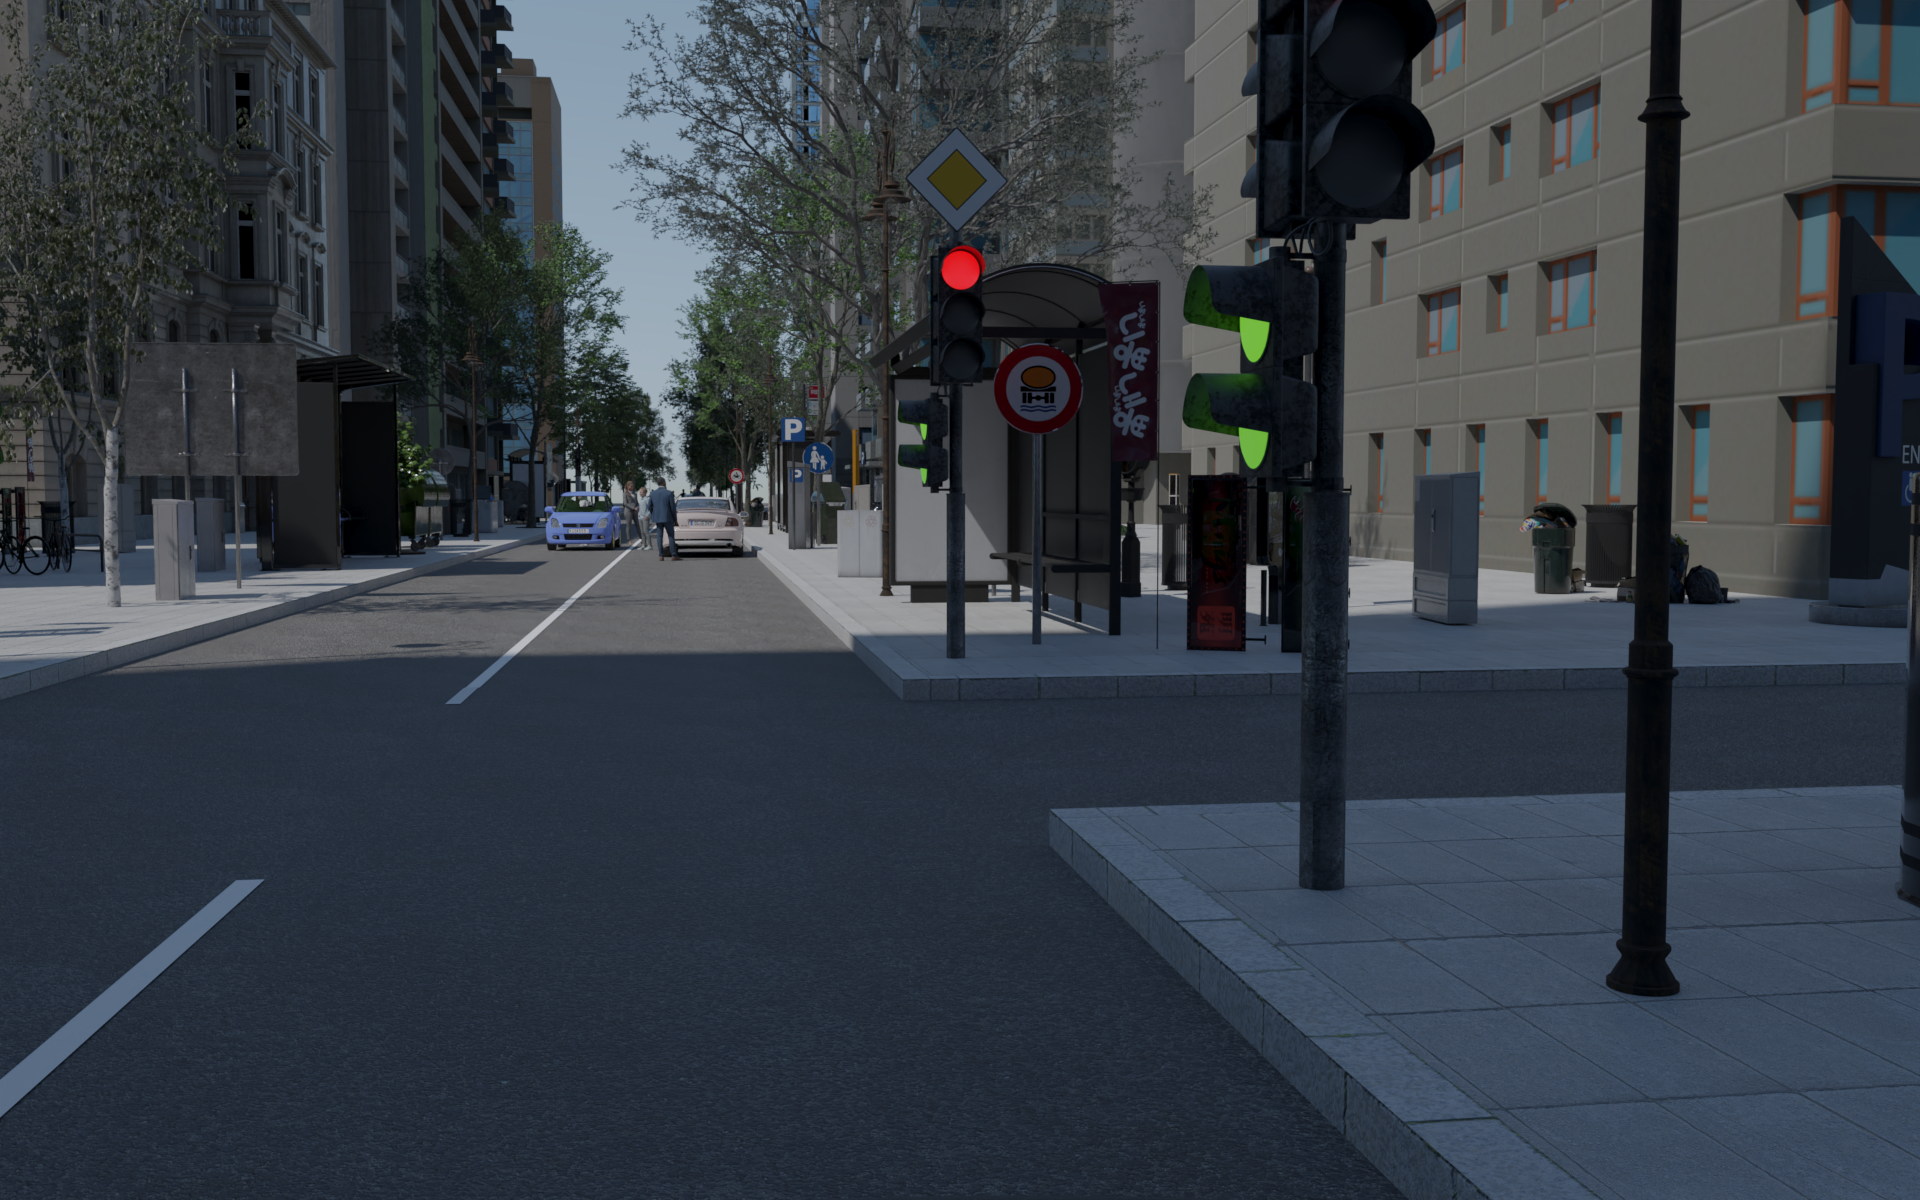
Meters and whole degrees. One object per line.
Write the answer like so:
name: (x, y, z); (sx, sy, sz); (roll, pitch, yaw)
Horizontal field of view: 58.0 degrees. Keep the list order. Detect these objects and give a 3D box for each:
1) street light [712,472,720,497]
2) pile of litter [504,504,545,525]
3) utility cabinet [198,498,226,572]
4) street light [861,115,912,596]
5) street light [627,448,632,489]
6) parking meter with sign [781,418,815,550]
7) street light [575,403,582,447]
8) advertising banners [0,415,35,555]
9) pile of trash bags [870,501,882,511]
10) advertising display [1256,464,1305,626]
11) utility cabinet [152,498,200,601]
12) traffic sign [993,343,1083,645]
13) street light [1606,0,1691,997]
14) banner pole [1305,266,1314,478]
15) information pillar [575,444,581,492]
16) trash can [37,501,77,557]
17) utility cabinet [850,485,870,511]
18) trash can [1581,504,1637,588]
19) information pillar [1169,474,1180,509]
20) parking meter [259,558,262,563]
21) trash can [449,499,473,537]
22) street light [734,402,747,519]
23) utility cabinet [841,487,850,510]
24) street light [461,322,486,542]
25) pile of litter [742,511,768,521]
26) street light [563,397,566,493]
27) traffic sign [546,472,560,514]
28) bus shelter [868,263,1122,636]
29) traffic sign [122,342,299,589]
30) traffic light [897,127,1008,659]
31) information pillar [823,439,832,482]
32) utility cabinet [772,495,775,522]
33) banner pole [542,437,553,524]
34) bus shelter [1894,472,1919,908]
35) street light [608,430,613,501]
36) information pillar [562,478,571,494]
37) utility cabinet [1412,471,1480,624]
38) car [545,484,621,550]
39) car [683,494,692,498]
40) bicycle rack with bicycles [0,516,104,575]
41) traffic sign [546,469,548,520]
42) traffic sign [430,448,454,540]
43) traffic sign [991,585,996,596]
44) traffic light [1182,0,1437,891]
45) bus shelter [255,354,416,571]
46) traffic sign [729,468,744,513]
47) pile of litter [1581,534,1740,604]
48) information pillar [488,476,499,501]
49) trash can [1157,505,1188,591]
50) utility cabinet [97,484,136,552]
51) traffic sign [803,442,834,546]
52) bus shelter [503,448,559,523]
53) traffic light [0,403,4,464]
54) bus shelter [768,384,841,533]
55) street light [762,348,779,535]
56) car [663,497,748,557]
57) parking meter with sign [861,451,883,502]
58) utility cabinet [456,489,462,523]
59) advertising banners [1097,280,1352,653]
street light: (-25.235, -12.633, 179.337); (0.468, 5.910, 1.993); (-1, 4, -9)
pile of litter: (-18.322, -3.584, 72.570); (1.719, 0.858, 1.176); (1, 4, 10)
utility cabinet: (-12.547, -1.093, 29.034); (0.306, 1.237, 1.020); (-1, 4, -14)
street light: (-0.925, -2.988, 21.640); (0.468, 5.910, 1.993); (-1, 4, -9)
street light: (-29.731, -11.135, 154.851); (0.468, 5.910, 1.993); (-1, 4, -9)
parking meter with sign: (-3.726, -2.700, 40.403); (0.543, 3.016, 1.738); (0, 4, 5)
street light: (-19.429, -7.056, 88.159); (0.468, 5.910, 1.993); (-1, 4, -9)
advertising banners: (-20.345, -2.523, 37.443); (0.090, 3.025, 2.074); (-1, 4, -9)
pile of trash bags: (-1.669, -2.385, 48.741); (1.912, 1.369, 3.447); (1, 4, 19)
advertising display: (3.179, -0.730, 17.157); (0.123, 1.923, 0.974); (2, 4, 32)
utility cabinet: (-9.648, -0.620, 21.299); (0.306, 1.237, 1.020); (-1, 4, -14)
traffic sign: (0.657, -0.894, 14.724); (0.768, 2.556, 0.104); (0, 4, -4)
street light: (1.776, -1.929, 4.326); (0.468, 5.910, 1.993); (-1, 4, -9)
banner pole: (3.882, -1.795, 19.365); (0.401, 3.779, 0.863); (1, 4, 11)
information pillar: (-17.861, -5.486, 81.050); (0.183, 3.616, 0.504); (-3, 4, -36)
trash can: (-18.570, -1.468, 35.654); (0.748, 1.137, 0.748); (0, 3, 0)
utility cabinet: (-2.312, -1.955, 40.641); (0.318, 1.500, 1.173); (0, 4, -7)
trash can: (8.928, -0.744, 23.825); (0.748, 1.137, 0.748); (0, 3, 0)
information pillar: (7.796, -3.581, 63.046); (0.304, 2.012, 0.304); (2, 4, 28)
parking meter: (-12.990, -1.477, 32.564); (0.372, 1.533, 0.369); (0, 3, 0)
trash can: (-14.932, -2.455, 51.785); (0.748, 1.137, 0.748); (0, 3, 0)
street light: (-11.013, -7.012, 87.438); (0.468, 5.910, 1.993); (-1, 4, -9)
utility cabinet: (-3.882, -2.763, 53.856); (0.318, 1.500, 1.173); (3, 4, 38)
street light: (-13.066, -4.517, 46.636); (0.468, 5.910, 1.993); (-1, 4, -9)
pile of litter: (-9.916, -4.296, 84.201); (1.719, 0.858, 1.176); (-1, 4, -22)
street light: (-18.112, -6.517, 79.339); (0.468, 5.910, 1.993); (-1, 4, -9)
traffic sign: (-20.136, -5.161, 85.575); (0.795, 2.450, 0.064); (0, 4, -8)
bus shelter: (0.328, -1.468, 17.926); (2.014, 3.302, 5.546); (-1, 4, -9)
traffic sign: (-10.089, -1.802, 23.344); (2.265, 3.308, 0.079); (0, 4, -5)
traffic light: (-0.051, -1.500, 13.445); (0.839, 4.253, 0.868); (-1, 4, -9)
information pillar: (-5.699, -5.055, 74.009); (0.504, 3.616, 0.183); (1, 4, 12)
utility cabinet: (-8.312, -4.259, 80.799); (1.020, 1.237, 0.306); (-2, 4, -28)
banner pole: (-17.886, -5.211, 75.210); (0.401, 3.779, 0.863); (-3, 5, -42)
bus shelter: (3.759, -1.448, 1.302); (2.179, 5.291, 8.768); (-1, 4, -9)
street light: (-24.492, -9.085, 121.322); (0.468, 5.910, 1.993); (-1, 4, -9)
information pillar: (-18.548, -4.723, 81.719); (0.304, 2.012, 0.304); (-3, 5, -44)
utility cabinet: (4.862, -0.533, 17.401); (0.318, 1.500, 1.173); (0, 4, -2)
car: (-9.798, -2.178, 45.201); (1.945, 1.707, 3.694); (0, 4, -7)
car: (-17.588, -6.280, 114.483); (2.131, 1.459, 4.920); (0, 4, -7)
bicycle rack with bicycles: (-15.320, -0.905, 28.179); (2.925, 0.926, 2.852); (3, 5, 42)
traffic sign: (-20.615, -5.277, 86.380); (0.768, 2.556, 0.104); (0, 4, -7)
traffic sign: (-14.348, -2.920, 47.844); (0.768, 2.556, 0.104); (0, 4, -3)
traffic sign: (0.426, -1.328, 21.716); (0.884, 2.594, 0.081); (0, 4, -5)
traffic light: (1.165, -1.017, 5.553); (0.839, 4.253, 0.868); (-1, 4, -9)
bus shelter: (-11.379, -2.487, 31.941); (1.731, 3.624, 6.357); (-1, 4, -9)
traffic sign: (-11.024, -5.225, 85.534); (0.768, 2.556, 0.104); (0, 4, -2)
pile of litter: (8.345, -0.406, 20.608); (1.719, 0.858, 1.176); (2, 4, 26)
information pillar: (-18.739, -3.981, 69.574); (0.304, 2.012, 0.304); (1, 4, 17)
trash can: (3.008, -0.707, 23.213); (0.748, 1.137, 0.748); (0, 3, 0)
utility cabinet: (-18.517, -1.796, 38.049); (1.173, 1.500, 0.318); (3, 5, 41)
traffic sign: (-3.485, -2.604, 42.687); (0.768, 2.556, 0.104); (0, 4, -3)
bus shelter: (-19.652, -5.240, 79.603); (2.014, 3.302, 5.546); (-1, 4, -9)
traffic light: (-7.324, -1.431, 12.313); (0.839, 4.253, 0.868); (-1, 4, -9)
bus shelter: (-5.569, -5.089, 60.838); (2.179, 5.291, 8.768); (-1, 4, -9)
street light: (-5.993, -5.014, 54.763); (0.468, 5.910, 1.993); (-1, 4, -9)
car: (-6.031, -1.740, 40.805); (2.083, 1.381, 4.827); (0, 4, -7)
parking meter with sign: (-3.137, -4.580, 71.150); (1.738, 3.016, 0.543); (-1, 4, -15)
utility cabinet: (-21.860, -4.049, 74.877); (0.318, 1.500, 1.173); (0, 4, 1)
advertising banners: (2.126, -1.095, 14.084); (2.074, 3.025, 0.090); (1, 4, 17)
